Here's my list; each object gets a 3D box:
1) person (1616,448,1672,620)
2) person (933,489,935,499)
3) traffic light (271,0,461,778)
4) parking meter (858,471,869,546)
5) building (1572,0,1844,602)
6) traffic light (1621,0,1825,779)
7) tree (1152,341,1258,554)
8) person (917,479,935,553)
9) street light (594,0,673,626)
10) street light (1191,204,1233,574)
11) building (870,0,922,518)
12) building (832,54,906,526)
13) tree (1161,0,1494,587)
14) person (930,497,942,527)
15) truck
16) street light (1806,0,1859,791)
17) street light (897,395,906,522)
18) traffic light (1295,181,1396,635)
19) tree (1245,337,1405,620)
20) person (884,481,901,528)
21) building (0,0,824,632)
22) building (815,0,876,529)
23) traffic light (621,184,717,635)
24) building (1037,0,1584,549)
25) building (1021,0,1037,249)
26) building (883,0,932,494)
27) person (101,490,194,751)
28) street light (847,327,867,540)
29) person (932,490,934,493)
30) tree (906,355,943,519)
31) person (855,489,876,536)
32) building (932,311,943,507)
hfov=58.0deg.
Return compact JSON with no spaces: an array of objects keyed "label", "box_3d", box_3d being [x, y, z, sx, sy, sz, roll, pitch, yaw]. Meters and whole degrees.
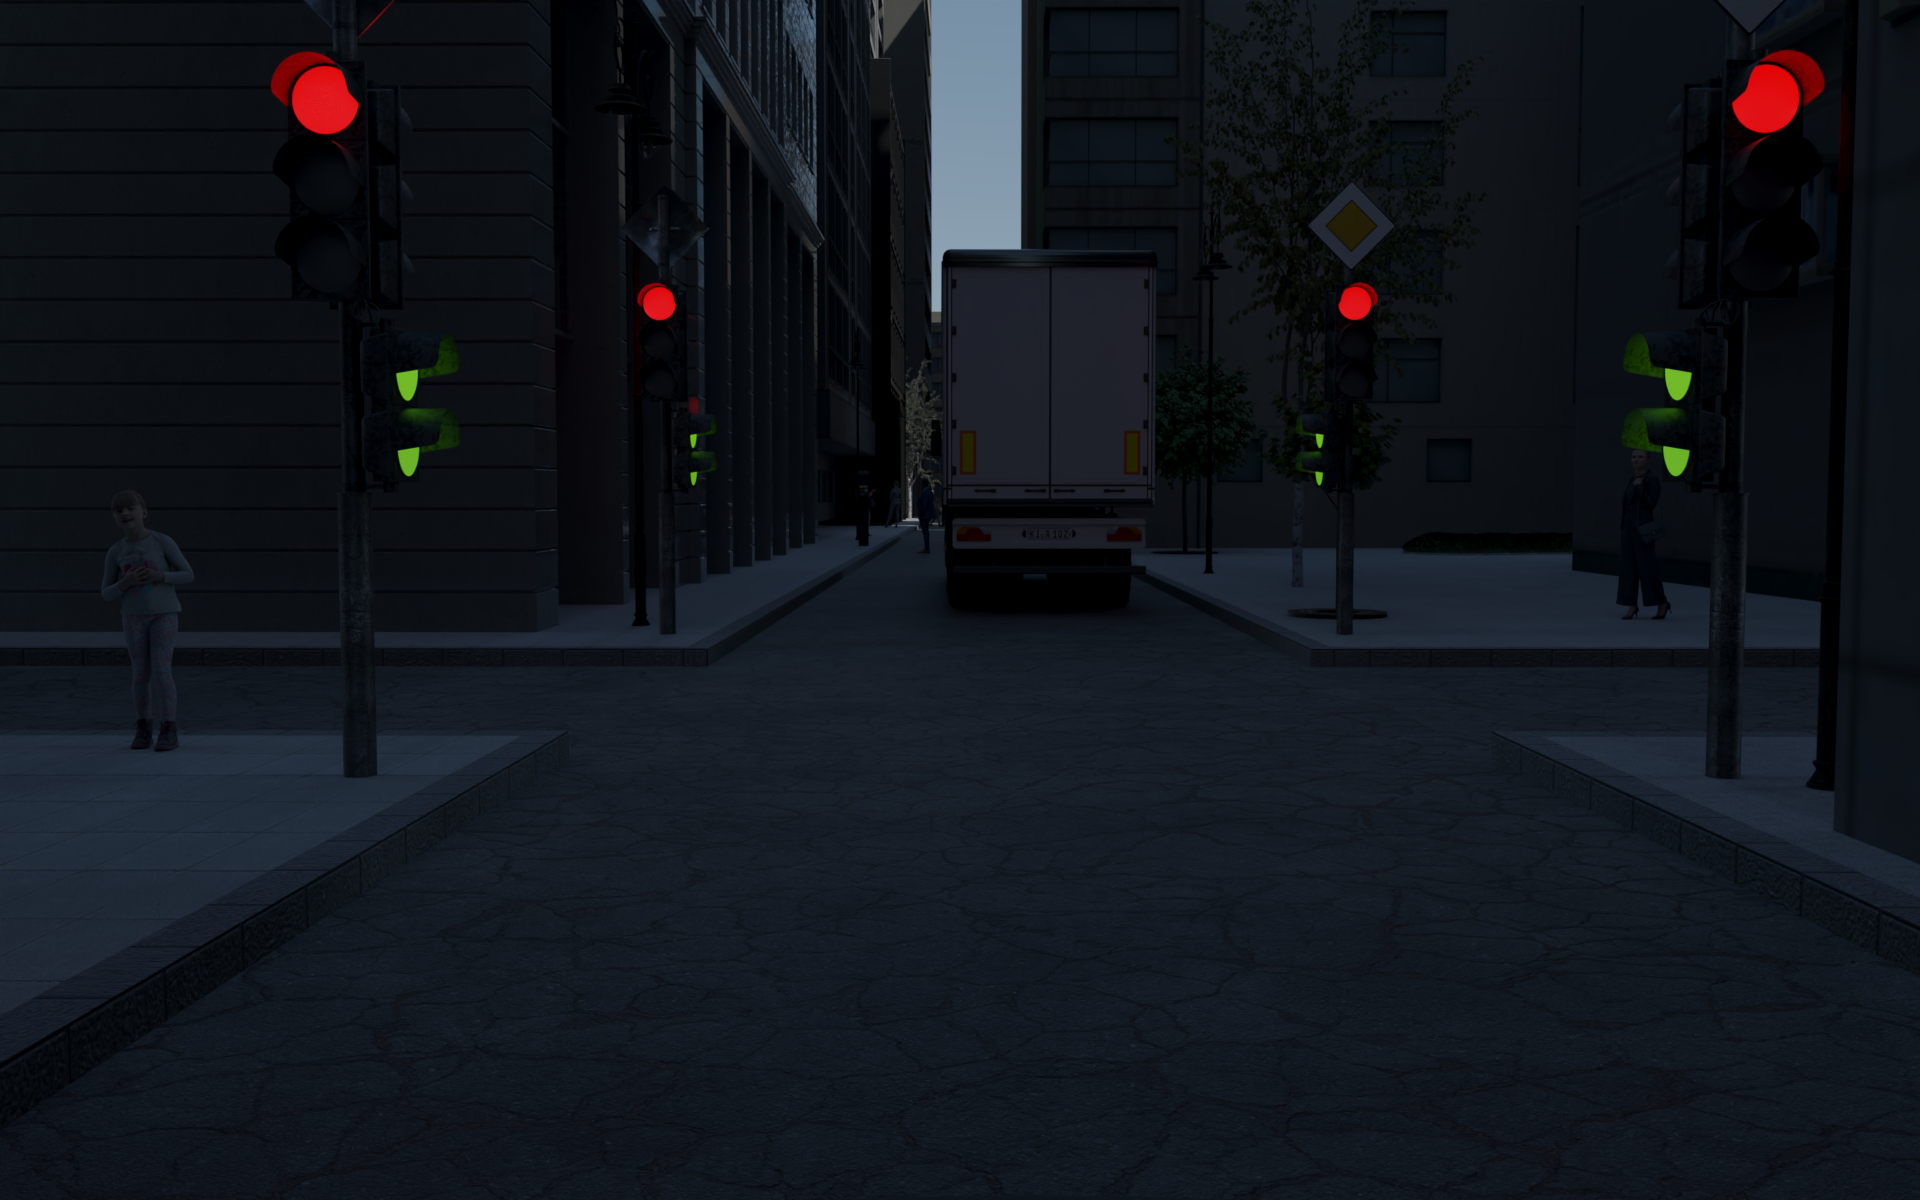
[{"label":"person","box_3d":[6.987,-0.691,17.755,0.534,1.772,0.576,-2,4,-35]},{"label":"person","box_3d":[-2.366,-8.793,150.749,0.756,1.711,0.436,-3,5,-41]},{"label":"traffic light","box_3d":[-2.716,-1.153,7.775,0.839,4.253,0.868,0,4,0]},{"label":"parking meter","box_3d":[-2.385,-2.270,42.834,0.255,1.863,0.399,0,4,-3]},{"label":"building","box_3d":[20.741,-24.433,23.177,21.600,48.544,21.300,0,4,0]},{"label":"traffic light","box_3d":[3.445,-1.152,7.748,0.839,4.253,0.868,0,4,0]},{"label":"tree","box_3d":[4.914,-3.284,37.403,4.285,4.588,4.351,0,3,0]},{"label":"person","box_3d":[-0.825,-2.045,42.121,0.419,1.800,0.721,1,4,10]},{"label":"street light","box_3d":[-3.112,-2.687,16.717,0.468,5.910,1.993,0,4,0]},{"label":"street light","box_3d":[4.022,-3.365,27.811,0.468,5.910,1.993,0,4,0]},{"label":"building","box_3d":[-12.654,-40.470,99.932,20.563,71.187,20.611,0,4,0]},{"label":"building","box_3d":[-8.867,-15.134,77.113,12.332,23.373,15.834,0,4,0]},{"label":"tree","box_3d":[4.892,-4.481,23.631,4.737,8.622,4.395,0,3,0]},{"label":"person","box_3d":[-1.025,-3.828,75.363,0.640,1.303,0.475,0,4,-1]},{"label":"truck","box_3d":[0.966,-2.235,25.457,2.839,4.237,11.283,0,4,-1]},{"label":"street light","box_3d":[3.794,-2.116,7.382,0.468,5.910,1.993,0,4,0]},{"label":"street light","box_3d":[-2.741,-6.511,79.238,0.468,5.910,1.993,0,4,0]},{"label":"traffic light","box_3d":[3.500,-1.640,15.733,0.839,4.253,0.868,0,4,0]},{"label":"tree","box_3d":[4.072,-1.443,18.195,1.663,3.219,1.824,0,3,0]},{"label":"person","box_3d":[-2.541,-3.640,65.838,0.573,1.790,0.520,3,5,40]},{"label":"building","box_3d":[-9.205,-15.438,29.906,11.434,29.767,29.804,0,4,0]},{"label":"building","box_3d":[-10.564,-16.122,57.102,14.314,27.812,24.014,0,4,0]},{"label":"traffic light","box_3d":[-2.661,-1.642,15.760,0.839,4.253,0.868,0,4,0]},{"label":"building","box_3d":[9.047,-22.199,46.549,14.154,41.232,14.086,0,4,0]},{"label":"building","box_3d":[11.191,-28.512,116.275,14.600,45.320,14.200,0,4,0]},{"label":"building","box_3d":[-12.883,-30.492,122.250,21.300,48.544,21.600,0,4,0]},{"label":"person","box_3d":[-4.089,0.097,8.732,0.425,1.301,0.394,-2,4,-26]},{"label":"street light","box_3d":[-2.834,-4.601,48.020,0.468,5.910,1.993,0,4,0]},{"label":"person","box_3d":[-2.414,-8.542,146.377,0.621,1.740,0.551,-2,4,-28]},{"label":"tree","box_3d":[-2.565,-8.477,88.955,4.360,8.622,3.978,0,3,0]},{"label":"person","box_3d":[-2.834,-2.843,52.885,0.716,1.782,0.532,3,4,39]},{"label":"building","box_3d":[5.121,-20.987,188.176,28.899,21.520,27.650,0,4,0]}]
